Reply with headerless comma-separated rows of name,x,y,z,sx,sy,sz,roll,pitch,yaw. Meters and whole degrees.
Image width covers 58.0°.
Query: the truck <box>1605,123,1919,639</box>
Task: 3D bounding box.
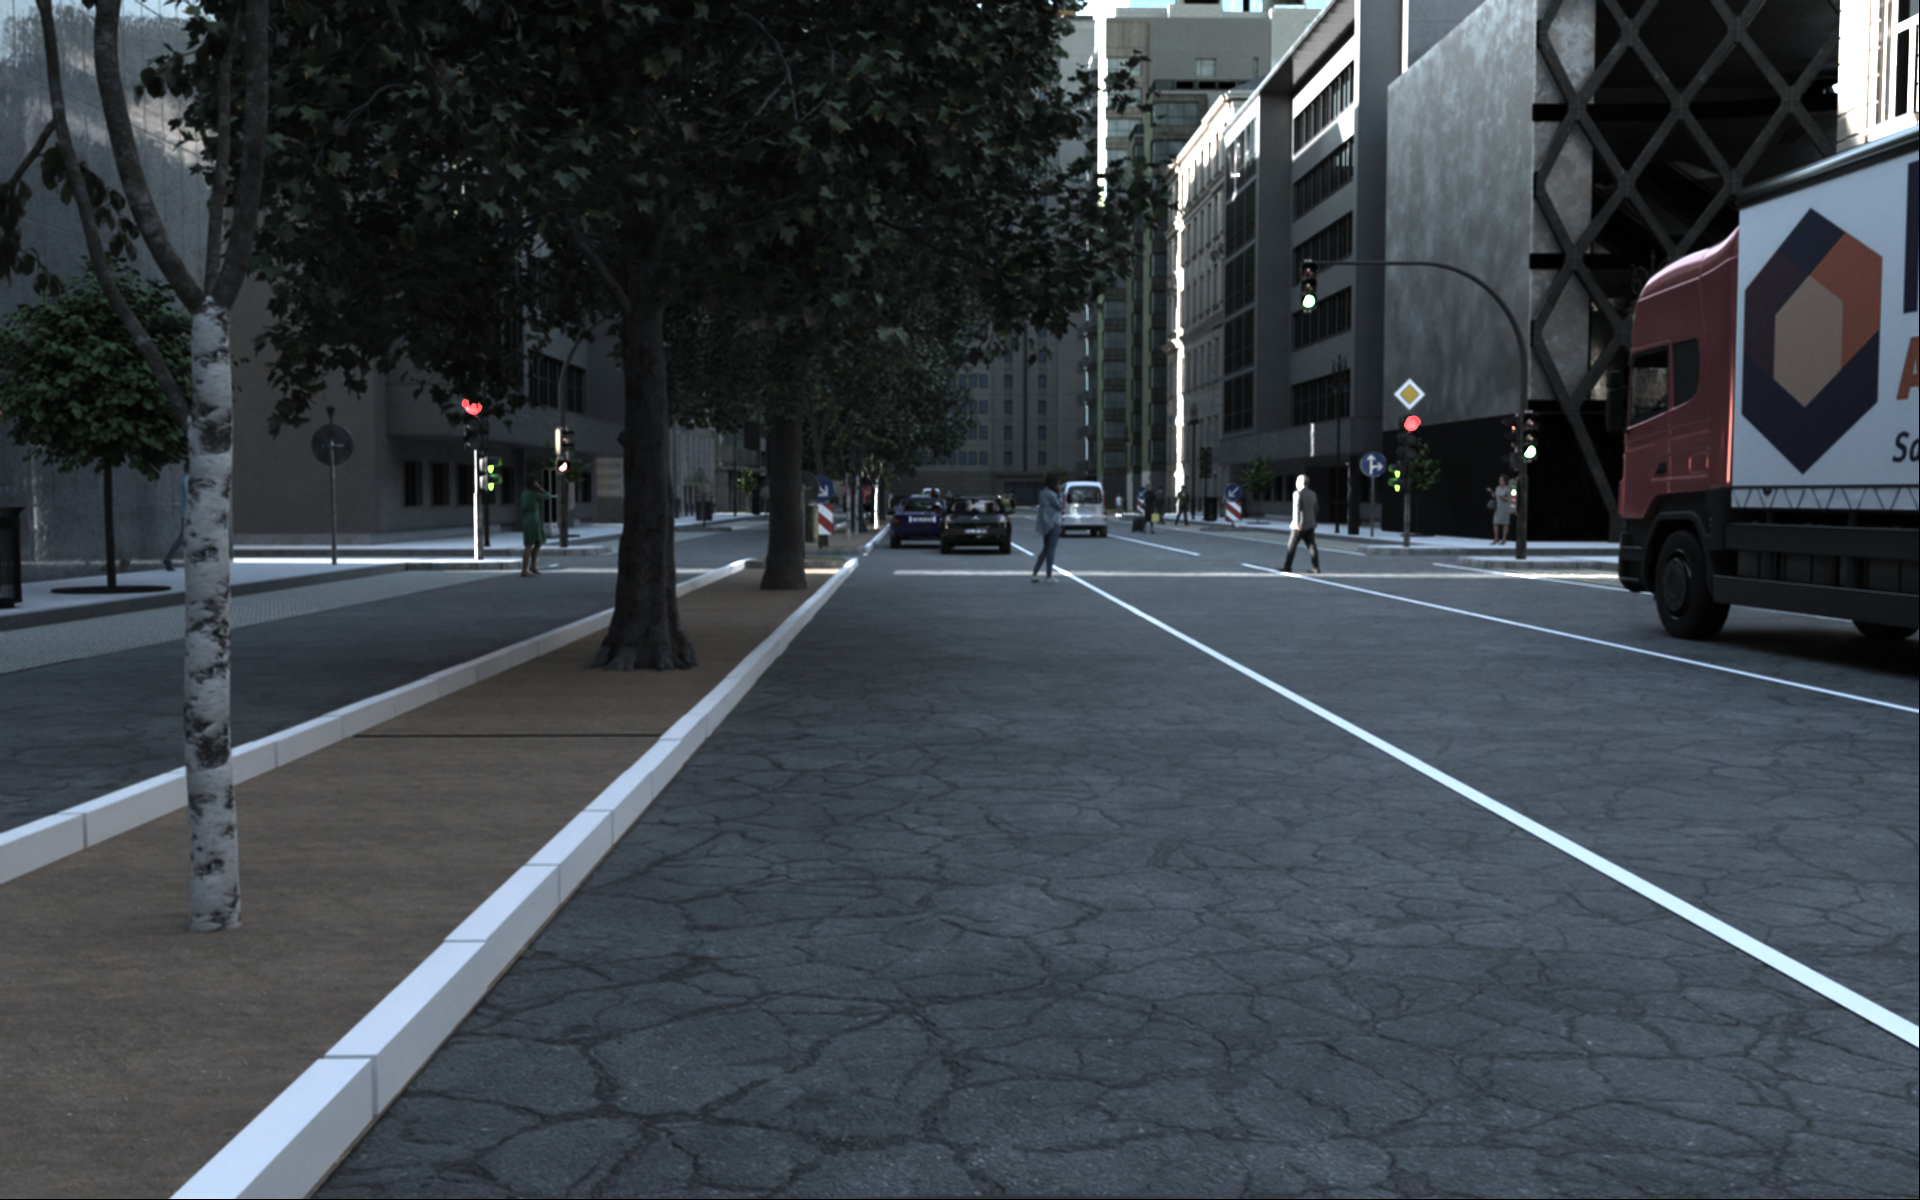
truck,8.378,-1.516,13.705,2.839,4.237,11.283,0,4,-2

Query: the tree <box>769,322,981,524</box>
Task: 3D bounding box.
tree,-4.081,-10.353,82.101,12.009,13.543,11.850,0,3,0

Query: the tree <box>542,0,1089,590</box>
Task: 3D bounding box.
tree,-2.655,-7.128,25.663,9.857,13.997,8.962,0,3,0

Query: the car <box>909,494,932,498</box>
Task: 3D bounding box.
car,-2.416,-5.843,107.336,2.131,1.459,4.920,0,4,1

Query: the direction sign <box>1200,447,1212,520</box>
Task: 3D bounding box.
direction sign,11.942,-5.638,84.179,0.379,3.537,0.876,-2,4,-29

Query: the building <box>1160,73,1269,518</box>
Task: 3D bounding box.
building,19.799,-18.793,104.532,12.463,27.353,25.104,0,4,-1

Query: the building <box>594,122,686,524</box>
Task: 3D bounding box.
building,-19.616,-15.577,83.570,11.050,23.489,19.941,0,4,-1

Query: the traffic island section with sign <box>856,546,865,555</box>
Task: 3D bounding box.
traffic island section with sign,-3.296,-2.039,41.471,2.006,1.907,1.989,0,4,-1

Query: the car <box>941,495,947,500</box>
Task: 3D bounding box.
car,-2.152,-8.576,150.009,2.009,1.686,4.222,0,4,-1

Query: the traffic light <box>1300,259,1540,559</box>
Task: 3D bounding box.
traffic light,8.939,-3.620,33.848,4.771,5.953,1.251,0,4,-1

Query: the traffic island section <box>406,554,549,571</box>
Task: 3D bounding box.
traffic island section,-9.368,-0.698,33.689,2.009,0.180,2.903,0,4,-1

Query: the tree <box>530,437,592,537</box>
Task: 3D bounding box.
tree,-11.955,-3.502,51.864,1.663,3.219,1.824,0,3,0

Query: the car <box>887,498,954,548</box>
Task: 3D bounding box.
car,-1.023,-2.112,47.109,1.945,1.354,3.894,0,4,-1

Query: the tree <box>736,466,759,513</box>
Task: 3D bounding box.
tree,-14.333,-7.417,115.876,1.663,3.219,1.824,0,3,0

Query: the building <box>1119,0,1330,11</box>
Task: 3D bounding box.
building,31.504,-55.028,212.379,31.000,86.520,22.319,0,4,-1

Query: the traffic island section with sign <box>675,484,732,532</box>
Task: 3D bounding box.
traffic island section with sign,-9.784,-3.529,66.333,1.989,1.847,2.006,0,4,-1

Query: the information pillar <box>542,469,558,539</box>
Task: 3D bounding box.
information pillar,-11.831,-2.783,49.999,0.304,2.012,0.304,2,4,31

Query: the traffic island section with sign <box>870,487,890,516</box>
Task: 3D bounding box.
traffic island section with sign,-5.030,-6.633,116.589,2.006,1.907,1.989,0,4,-1

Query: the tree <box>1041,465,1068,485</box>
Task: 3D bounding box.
tree,10.687,-12.907,194.743,4.285,4.588,4.351,0,3,0

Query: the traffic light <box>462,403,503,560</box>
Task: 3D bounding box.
traffic light,-9.327,-2.730,33.555,0.839,4.253,0.868,0,4,-1

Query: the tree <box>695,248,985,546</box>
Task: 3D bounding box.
tree,-3.491,-6.583,44.499,8.767,10.594,7.601,0,4,-1

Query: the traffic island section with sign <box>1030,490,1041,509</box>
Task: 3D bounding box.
traffic island section with sign,7.936,-9.932,171.012,1.989,1.847,2.006,0,4,-1

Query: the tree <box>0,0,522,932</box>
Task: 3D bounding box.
tree,-2.474,-3.233,5.678,4.360,8.622,3.978,0,3,0

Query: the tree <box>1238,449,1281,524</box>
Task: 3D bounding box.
tree,12.858,-4.912,74.920,1.663,3.219,1.824,0,3,0

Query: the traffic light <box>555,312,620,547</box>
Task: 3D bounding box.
traffic light,-7.422,-4.095,41.621,4.771,5.953,1.251,0,4,-1

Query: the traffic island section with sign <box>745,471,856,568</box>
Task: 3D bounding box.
traffic island section with sign,-3.135,-1.586,34.065,2.006,1.907,1.989,0,4,-1

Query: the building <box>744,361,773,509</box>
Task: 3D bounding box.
building,-23.698,-23.368,153.772,14.160,30.474,14.107,0,4,-1

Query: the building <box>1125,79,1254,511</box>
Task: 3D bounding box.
building,19.876,-21.580,124.536,14.160,30.474,14.107,0,4,-1

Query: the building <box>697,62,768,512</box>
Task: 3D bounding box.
building,-27.329,-31.268,130.844,23.786,49.044,30.456,0,4,-1

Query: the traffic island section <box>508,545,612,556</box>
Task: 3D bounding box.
traffic island section,-9.551,-1.186,41.672,2.009,0.180,2.903,0,4,-1

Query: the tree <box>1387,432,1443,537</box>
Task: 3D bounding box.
tree,13.782,-3.550,52.636,1.663,3.219,1.824,0,3,0

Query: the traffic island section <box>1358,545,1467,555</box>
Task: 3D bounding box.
traffic island section,10.885,-1.214,42.135,2.009,0.180,2.903,0,4,-1

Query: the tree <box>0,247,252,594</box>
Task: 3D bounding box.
tree,-11.170,-2.395,22.869,4.285,4.588,4.351,0,3,0

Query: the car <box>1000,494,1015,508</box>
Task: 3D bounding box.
car,5.016,-10.697,185.117,2.015,1.641,3.980,0,4,-1

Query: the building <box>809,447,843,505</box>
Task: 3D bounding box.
building,-19.571,-32.079,208.088,14.086,41.232,14.154,0,4,-1

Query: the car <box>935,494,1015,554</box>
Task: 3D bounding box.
car,0.378,-2.022,42.838,2.009,1.686,4.222,0,4,0

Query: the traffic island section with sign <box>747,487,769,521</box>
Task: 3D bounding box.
traffic island section with sign,-10.408,-5.178,93.281,1.989,1.847,2.006,0,4,-1

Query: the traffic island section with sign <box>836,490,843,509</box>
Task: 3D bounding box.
traffic island section with sign,-12.193,-9.921,170.829,1.989,1.847,2.006,0,4,-1

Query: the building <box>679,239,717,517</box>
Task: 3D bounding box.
building,-22.026,-19.416,103.351,13.634,28.700,20.117,0,4,-1

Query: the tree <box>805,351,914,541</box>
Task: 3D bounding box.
tree,-3.360,-6.095,52.469,4.737,8.622,4.395,0,3,0

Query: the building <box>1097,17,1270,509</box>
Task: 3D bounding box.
building,18.993,-28.701,152.857,14.154,41.232,14.086,0,4,-1

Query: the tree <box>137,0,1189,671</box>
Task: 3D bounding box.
tree,-2.609,-5.792,14.163,9.611,12.733,9.660,0,3,0

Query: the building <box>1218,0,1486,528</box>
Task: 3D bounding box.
building,21.099,-15.782,77.106,14.314,24.678,30.058,0,4,-1

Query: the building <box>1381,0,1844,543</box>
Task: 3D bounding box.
building,23.241,-11.268,51.691,16.811,18.784,16.820,0,4,-1

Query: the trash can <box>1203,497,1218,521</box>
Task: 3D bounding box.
trash can,11.765,-4.261,81.319,0.748,1.137,0.748,0,3,0

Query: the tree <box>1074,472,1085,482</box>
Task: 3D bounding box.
tree,10.391,-9.606,151.665,1.663,3.219,1.824,0,3,0

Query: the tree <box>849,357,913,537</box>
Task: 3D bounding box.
tree,-3.465,-6.406,57.556,4.360,8.622,3.978,0,3,0

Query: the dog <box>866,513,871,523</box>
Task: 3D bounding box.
dog,-4.469,-4.030,85.177,0.406,0.507,0.540,-1,4,-21

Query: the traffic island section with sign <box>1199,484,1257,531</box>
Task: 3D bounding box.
traffic island section with sign,10.314,-3.565,66.915,1.989,1.847,2.006,0,4,-1

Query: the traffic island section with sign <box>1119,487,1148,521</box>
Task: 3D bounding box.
traffic island section with sign,9.694,-5.216,93.912,1.989,1.847,2.006,0,4,-1

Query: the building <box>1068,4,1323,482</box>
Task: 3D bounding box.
building,23.622,-33.978,175.152,23.786,49.044,30.456,0,4,-1

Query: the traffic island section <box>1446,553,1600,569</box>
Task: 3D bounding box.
traffic island section,11.068,-0.726,34.152,2.009,0.180,2.903,0,4,-1

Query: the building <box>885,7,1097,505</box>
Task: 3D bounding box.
building,1.473,-41.002,212.378,28.212,58.520,21.231,0,4,-1

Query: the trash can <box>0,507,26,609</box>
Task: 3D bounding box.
trash can,-10.896,-0.477,19.456,0.748,1.137,0.748,0,3,0

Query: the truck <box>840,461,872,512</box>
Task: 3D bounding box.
truck,-8.362,-9.393,142.493,2.839,4.237,11.283,0,4,-2

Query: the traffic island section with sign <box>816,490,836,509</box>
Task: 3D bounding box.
traffic island section with sign,-11.577,-8.272,143.881,1.989,1.847,2.006,0,4,-1

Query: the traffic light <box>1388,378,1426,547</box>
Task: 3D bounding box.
traffic light,10.845,-3.248,42.020,0.839,4.253,0.868,0,4,-1
